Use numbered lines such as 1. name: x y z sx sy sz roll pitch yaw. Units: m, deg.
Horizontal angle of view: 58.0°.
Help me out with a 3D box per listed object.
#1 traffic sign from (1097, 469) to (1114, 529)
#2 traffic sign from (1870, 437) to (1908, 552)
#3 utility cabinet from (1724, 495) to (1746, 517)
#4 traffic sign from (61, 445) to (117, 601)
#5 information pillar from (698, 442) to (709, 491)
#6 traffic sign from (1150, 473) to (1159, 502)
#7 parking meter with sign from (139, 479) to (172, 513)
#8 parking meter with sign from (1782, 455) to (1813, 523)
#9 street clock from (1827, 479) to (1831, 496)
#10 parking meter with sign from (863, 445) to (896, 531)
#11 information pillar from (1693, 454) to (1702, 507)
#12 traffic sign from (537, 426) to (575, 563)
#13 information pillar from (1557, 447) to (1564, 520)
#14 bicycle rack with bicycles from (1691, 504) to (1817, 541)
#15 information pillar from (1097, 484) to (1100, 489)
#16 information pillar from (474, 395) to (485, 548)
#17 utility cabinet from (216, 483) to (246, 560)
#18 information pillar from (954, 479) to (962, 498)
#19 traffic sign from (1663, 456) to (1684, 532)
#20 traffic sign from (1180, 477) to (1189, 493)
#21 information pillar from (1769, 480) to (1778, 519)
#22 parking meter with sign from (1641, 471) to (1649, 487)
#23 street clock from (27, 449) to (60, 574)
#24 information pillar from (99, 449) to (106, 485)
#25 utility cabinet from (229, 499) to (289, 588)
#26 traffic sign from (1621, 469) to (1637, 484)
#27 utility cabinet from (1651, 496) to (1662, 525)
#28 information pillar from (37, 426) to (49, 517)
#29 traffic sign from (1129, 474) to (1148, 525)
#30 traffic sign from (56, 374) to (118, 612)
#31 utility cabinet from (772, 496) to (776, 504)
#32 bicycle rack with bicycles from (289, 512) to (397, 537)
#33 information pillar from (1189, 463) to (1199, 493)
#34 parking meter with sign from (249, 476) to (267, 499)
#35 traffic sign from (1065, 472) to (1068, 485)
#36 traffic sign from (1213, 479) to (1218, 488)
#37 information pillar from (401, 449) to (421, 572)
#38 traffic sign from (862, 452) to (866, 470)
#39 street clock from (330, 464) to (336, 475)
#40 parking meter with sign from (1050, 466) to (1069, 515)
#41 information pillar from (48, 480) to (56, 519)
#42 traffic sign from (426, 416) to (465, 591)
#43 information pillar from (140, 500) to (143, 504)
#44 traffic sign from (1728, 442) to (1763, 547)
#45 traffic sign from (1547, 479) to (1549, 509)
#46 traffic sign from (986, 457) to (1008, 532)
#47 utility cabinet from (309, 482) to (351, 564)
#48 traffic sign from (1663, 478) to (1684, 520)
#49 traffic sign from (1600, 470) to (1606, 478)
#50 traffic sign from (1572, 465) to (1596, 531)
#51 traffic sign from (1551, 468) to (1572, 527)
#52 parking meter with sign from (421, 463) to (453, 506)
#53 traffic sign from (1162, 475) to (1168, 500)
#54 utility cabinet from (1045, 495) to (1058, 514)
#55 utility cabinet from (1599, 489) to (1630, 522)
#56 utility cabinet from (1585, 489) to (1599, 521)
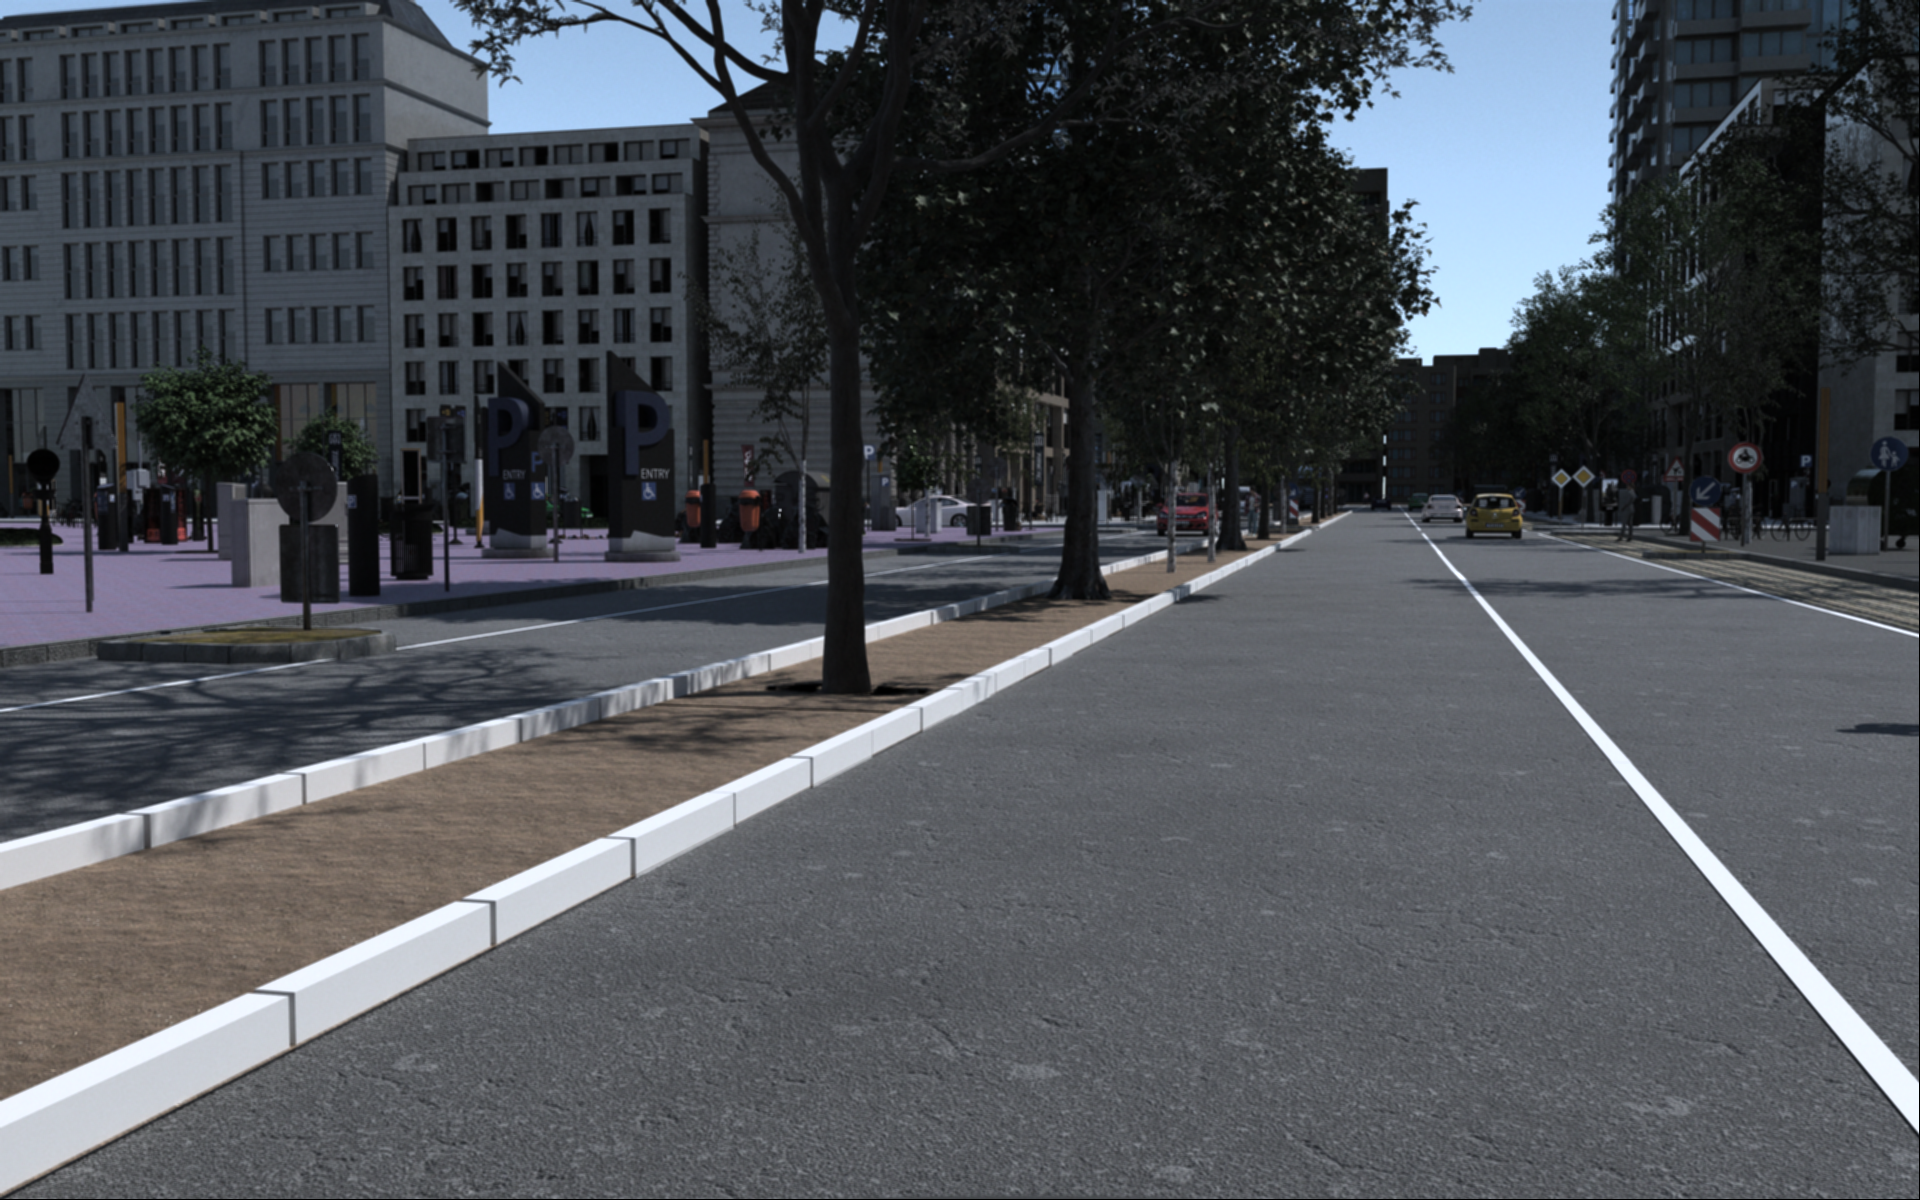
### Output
1. traffic sign: 5.467 -3.698 64.104 0.795 2.450 0.064 1 4 14
2. traffic sign: 20.621 -2.349 38.512 0.768 2.556 0.104 1 4 20
3. utility cabinet: 38.031 -4.511 84.922 1.020 1.237 0.306 1 4 22
4. traffic sign: -10.431 -1.267 20.711 0.884 2.594 0.081 1 4 22
5. information pillar: -11.398 -5.249 77.168 0.504 3.616 0.183 -1 4 -21
6. traffic sign: 11.976 -6.620 108.244 0.884 2.594 0.081 1 4 17
7. parking meter with sign: -42.166 -5.784 90.827 1.738 3.016 0.543 0 4 -1
8. parking meter with sign: 37.021 -4.915 76.620 1.738 3.016 0.543 -3 4 -39
9. street clock: 40.274 -4.655 80.675 0.471 2.002 0.358 2 4 29
10. parking meter with sign: -2.797 -3.933 60.559 0.543 3.016 1.738 -2 4 -33
11. information pillar: 42.725 -6.670 100.406 0.504 3.616 0.183 -1 4 -14
12. traffic sign: -7.534 -1.965 32.240 0.768 2.556 0.104 1 4 15
13. information pillar: 30.130 -5.837 86.785 0.183 3.616 0.504 2 4 32
14. bicycle rack with bicycles: 22.447 -2.132 48.240 2.925 0.926 2.852 -3 4 -36
15. information pillar: 10.123 -7.567 128.215 0.304 2.012 0.304 -1 4 -14
16. information pillar: -11.457 -3.051 41.243 0.183 3.616 0.504 0 4 -5
17. utility cabinet: -14.245 -1.544 33.927 0.318 1.500 1.173 -1 4 -11
18. information pillar: -0.098 -4.903 84.649 0.304 2.012 0.304 1 4 22
19. traffic sign: 24.261 -3.589 58.685 0.884 2.594 0.081 1 4 23
20. traffic sign: 16.334 -7.678 125.647 0.768 2.556 0.104 1 4 22
21. information pillar: 41.784 -5.167 88.971 0.304 2.012 0.304 3 5 41
22. parking meter with sign: 50.475 -8.047 127.823 0.543 3.016 1.738 2 4 27
23. street clock: -14.692 -1.421 27.805 0.471 2.002 0.358 -2 4 -27
24. information pillar: -43.492 -5.901 87.841 0.183 3.616 0.504 1 4 10
25. utility cabinet: -9.787 -0.800 24.235 0.306 1.237 1.020 1 4 11
26. traffic sign: 34.390 -5.442 89.091 0.768 2.556 0.104 1 4 19
27. utility cabinet: 28.995 -3.726 72.085 0.306 1.237 1.020 1 4 17
28. information pillar: -31.458 -4.163 59.418 0.504 3.616 0.183 2 4 32
29. traffic sign: 7.386 -4.172 71.856 0.795 2.450 0.064 1 4 14
30. traffic sign: -9.452 -1.145 18.727 0.884 2.594 0.081 1 4 22
31. utility cabinet: -6.764 -3.271 64.642 0.306 1.237 1.020 -3 5 -42
32. bicycle rack with bicycles: -18.269 -2.267 50.443 2.925 0.926 2.852 0 4 4
33. information pillar: 17.688 -8.481 130.020 0.504 3.616 0.183 0 4 1
34. parking meter with sign: -29.195 -4.643 72.177 0.543 3.016 1.738 0 4 4
35. traffic sign: 5.103 -4.715 79.223 0.606 2.300 0.079 1 4 20
36. traffic sign: 18.934 -7.856 129.628 0.795 2.450 0.064 1 4 14
37. information pillar: -8.941 -1.453 28.249 0.304 2.012 0.304 -1 4 -16
38. traffic sign: -2.856 -2.793 45.773 0.768 2.556 0.104 1 4 21
39. street clock: -15.062 -2.242 41.232 0.471 2.002 0.358 3 5 42
40. parking meter with sign: 6.476 -6.770 106.947 1.738 3.016 0.543 -1 4 -18
41. information pillar: -46.795 -5.182 89.221 0.304 2.012 0.304 0 4 -1
42. traffic sign: -6.772 -1.265 22.809 0.606 2.300 0.079 1 4 21
43. information pillar: -34.041 -4.150 72.343 0.304 2.012 0.304 -3 4 -37
44. traffic sign: 19.145 -2.580 42.287 0.768 2.556 0.104 1 4 20
45. traffic sign: 40.232 -7.246 118.570 0.768 2.556 0.104 1 4 20
46. traffic sign: 1.266 -3.620 59.298 0.768 2.556 0.104 1 4 15
47. utility cabinet: -11.328 -1.402 31.594 0.318 1.500 1.173 3 5 43
48. traffic sign: 29.635 -4.395 71.864 0.884 2.594 0.081 2 4 24
49. traffic sign: 33.174 -5.492 89.903 0.768 2.556 0.104 1 4 22
50. traffic sign: 21.620 -3.453 60.099 0.795 2.450 0.064 1 4 14
51. traffic sign: 23.539 -3.927 67.851 0.795 2.450 0.064 1 4 14
52. parking meter with sign: -26.592 -5.613 88.036 1.738 3.016 0.543 0 4 6
53. traffic sign: 13.776 -7.069 115.685 0.768 2.556 0.104 1 4 19
54. utility cabinet: 5.998 -6.210 112.701 1.020 1.237 0.306 3 5 41
55. utility cabinet: 29.984 -4.314 79.218 1.173 1.500 0.318 1 4 9
56. utility cabinet: 30.297 -4.504 82.317 0.318 1.500 1.173 -2 4 -31
